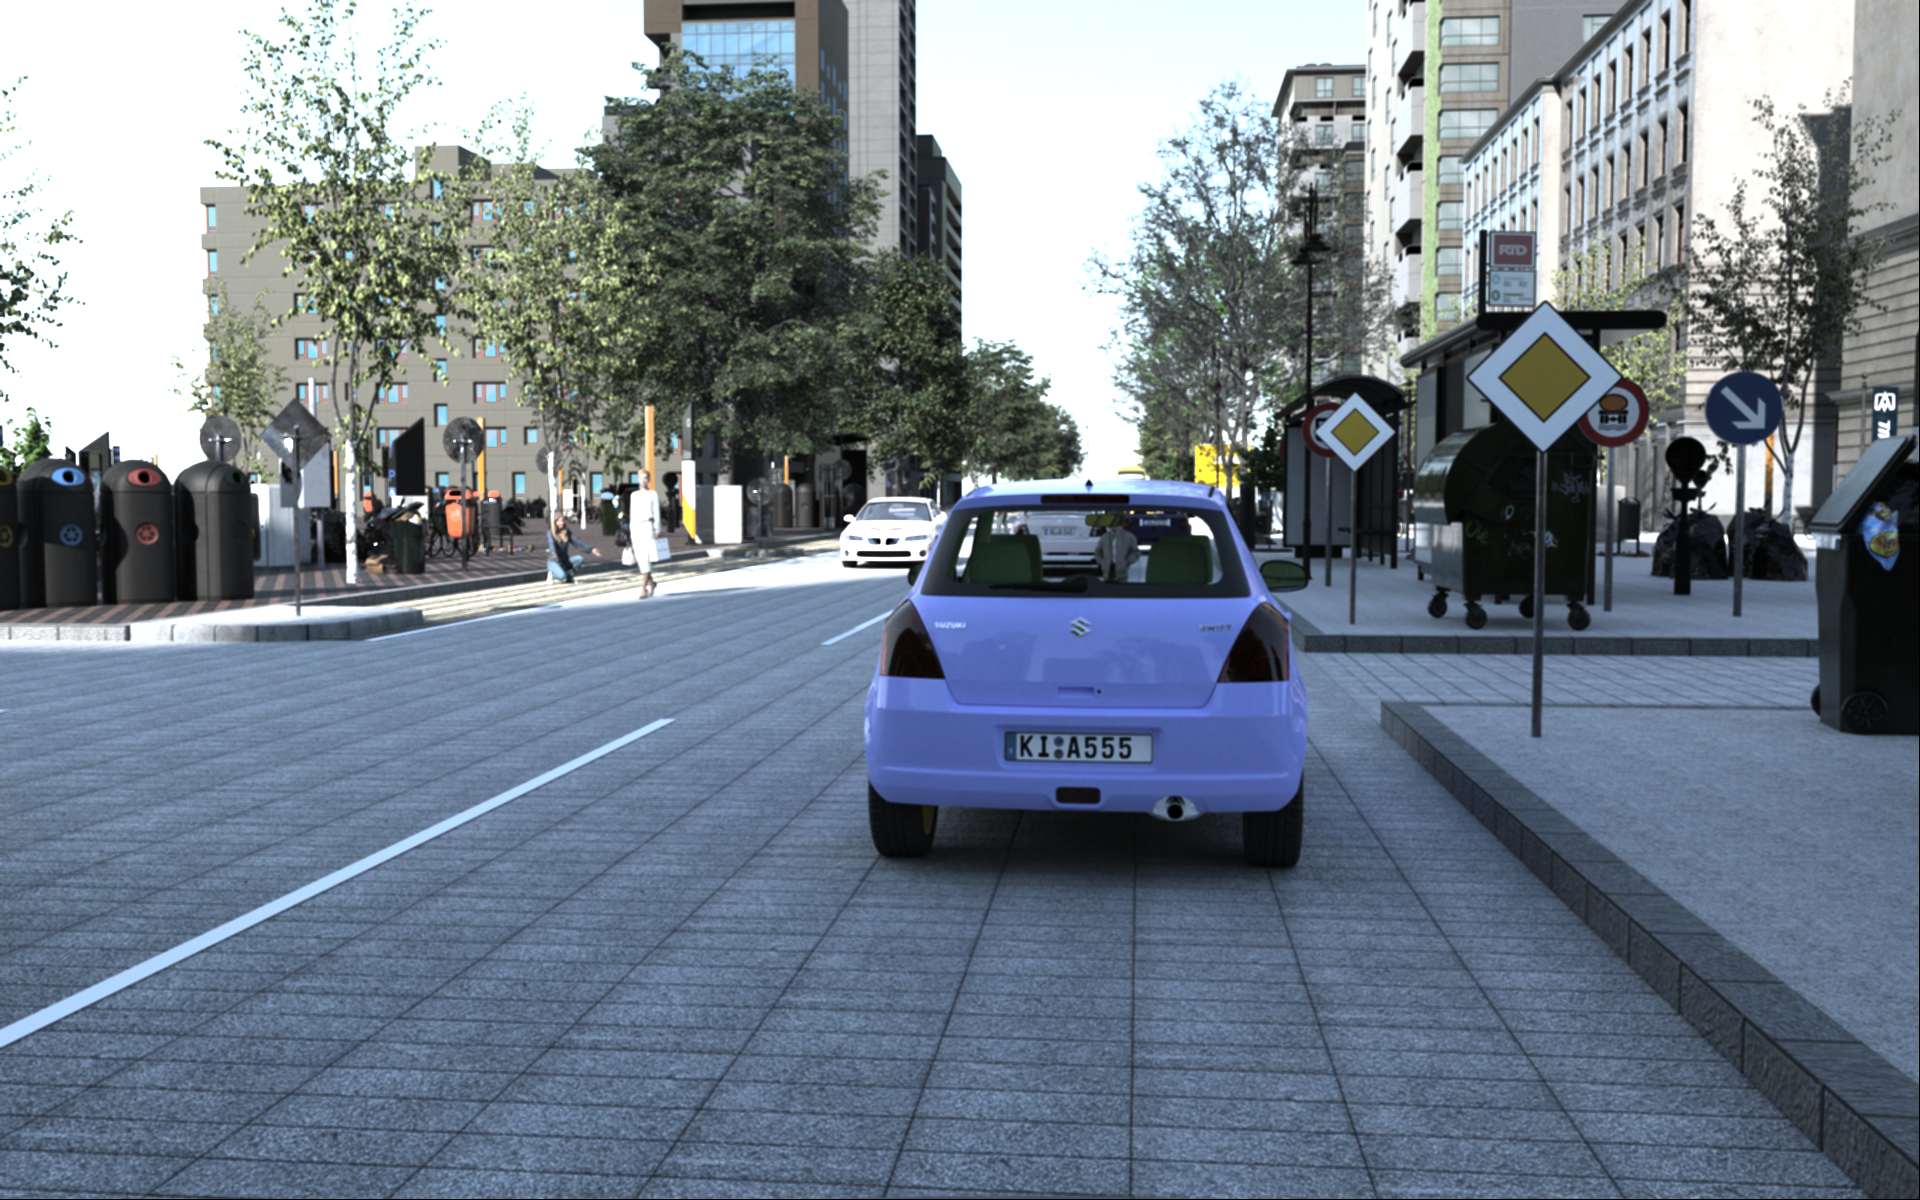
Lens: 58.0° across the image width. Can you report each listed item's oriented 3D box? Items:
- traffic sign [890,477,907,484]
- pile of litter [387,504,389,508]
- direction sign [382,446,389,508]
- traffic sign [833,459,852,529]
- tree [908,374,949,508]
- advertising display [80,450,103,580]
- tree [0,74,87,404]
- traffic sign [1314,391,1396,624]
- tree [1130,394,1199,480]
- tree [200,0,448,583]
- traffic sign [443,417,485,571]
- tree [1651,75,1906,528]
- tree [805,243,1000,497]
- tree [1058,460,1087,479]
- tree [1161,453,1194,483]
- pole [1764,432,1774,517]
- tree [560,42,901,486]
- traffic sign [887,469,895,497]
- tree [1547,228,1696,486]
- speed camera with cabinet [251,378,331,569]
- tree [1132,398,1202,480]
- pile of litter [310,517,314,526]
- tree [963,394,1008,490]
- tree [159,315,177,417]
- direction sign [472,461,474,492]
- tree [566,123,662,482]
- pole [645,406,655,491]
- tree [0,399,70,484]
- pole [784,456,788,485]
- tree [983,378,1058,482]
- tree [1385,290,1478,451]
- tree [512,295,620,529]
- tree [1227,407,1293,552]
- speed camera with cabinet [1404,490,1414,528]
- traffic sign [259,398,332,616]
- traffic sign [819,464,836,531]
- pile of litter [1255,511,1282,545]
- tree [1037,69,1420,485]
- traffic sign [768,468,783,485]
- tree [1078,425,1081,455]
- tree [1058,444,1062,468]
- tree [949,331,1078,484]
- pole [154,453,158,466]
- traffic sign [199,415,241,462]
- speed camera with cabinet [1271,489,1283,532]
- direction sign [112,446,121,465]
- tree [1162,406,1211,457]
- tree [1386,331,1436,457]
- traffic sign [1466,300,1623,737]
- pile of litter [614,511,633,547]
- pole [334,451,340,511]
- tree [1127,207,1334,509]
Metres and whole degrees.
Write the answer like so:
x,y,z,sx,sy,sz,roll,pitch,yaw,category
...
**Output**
x,y,z,sx,sy,sz,roll,pitch,yaw,category
-3.146,-5.438,88.911,0.884,2.594,0.081,1,4,10,traffic sign
-29.231,-4.579,88.839,1.719,0.858,1.176,-1,4,-13,pile of litter
-27.299,-5.528,82.388,0.379,3.537,0.876,0,4,0,direction sign
-4.366,-3.892,63.737,0.768,2.556,0.104,0,4,7,traffic sign
-1.479,-9.265,101.839,4.737,8.622,4.395,0,3,0,tree
-12.956,-1.264,25.884,0.123,1.923,0.974,-1,4,-16,advertising display
-16.811,-4.785,28.592,4.737,8.622,4.395,0,3,0,tree
3.869,-0.819,17.030,0.795,2.450,0.064,0,4,6,traffic sign
21.195,-15.917,178.377,7.486,12.596,7.792,0,3,0,tree
-8.573,-4.558,24.890,4.737,8.622,4.395,0,3,0,tree
-8.227,-1.748,28.693,0.768,2.556,0.104,1,4,15,traffic sign
14.935,-4.951,31.307,4.360,8.622,3.978,0,3,0,tree
-2.702,-9.917,79.155,9.611,12.733,9.660,0,3,0,tree
14.712,-19.447,252.366,8.767,10.594,7.601,-2,4,-29,tree
15.887,-8.441,121.719,4.285,4.588,4.351,0,3,0,tree
18.710,-2.826,40.054,0.158,3.312,0.155,0,3,0,pole
-6.703,-8.775,50.120,9.857,13.997,8.962,0,3,0,tree
-3.293,-5.268,86.236,0.768,2.556,0.104,1,4,14,traffic sign
18.278,-6.025,48.874,4.737,8.622,4.395,0,3,0,tree
-11.727,-2.176,29.919,2.038,3.252,0.660,3,4,36,speed camera with cabinet
23.931,-16.928,193.781,9.611,12.733,9.660,0,3,0,tree
-16.920,-1.781,43.077,1.719,0.858,1.176,2,4,31,pile of litter
1.151,-10.479,121.701,4.360,8.622,3.978,0,3,0,tree
-24.339,-6.585,58.028,4.737,8.622,4.395,0,3,0,tree
-23.266,-5.553,82.790,0.379,3.537,0.876,-1,4,-13,direction sign
-7.517,-4.989,31.934,4.737,8.622,4.395,0,3,0,tree
-7.204,-2.840,40.284,0.158,3.312,0.155,0,3,0,pole
-18.529,-2.459,34.804,1.663,3.219,1.824,0,3,0,tree
-9.213,-5.998,91.916,0.158,3.312,0.155,0,3,0,pole
5.183,-15.236,167.234,7.486,12.596,7.792,0,3,0,tree
17.261,-6.811,61.721,4.737,8.622,4.395,0,3,0,tree
-14.045,-6.907,63.289,4.360,8.622,3.978,0,3,0,tree
6.930,-2.703,38.795,1.663,3.219,1.824,0,3,0,tree
17.763,-4.336,65.222,0.660,3.252,2.038,-3,5,-42,speed camera with cabinet
-6.964,-0.889,18.175,0.795,2.450,0.064,0,4,6,traffic sign
-4.570,-3.525,59.764,0.606,2.300,0.079,1,4,9,traffic sign
7.477,-1.856,44.303,1.176,0.858,1.719,-1,4,-22,pile of litter
8.340,-8.616,51.239,12.009,13.543,11.850,0,3,0,tree
-7.183,-3.991,67.384,0.606,2.300,0.079,0,4,7,traffic sign
12.138,-19.952,232.876,9.857,13.997,8.962,0,3,0,tree
6.869,-16.295,184.548,7.486,12.596,7.792,0,3,0,tree
2.810,-14.028,136.017,9.857,13.997,8.962,0,3,0,tree
-40.331,-5.695,86.960,0.158,3.312,0.155,0,3,0,pole
-11.963,-1.705,27.990,0.768,2.556,0.104,1,4,13,traffic sign
10.854,-3.960,59.082,0.660,3.252,2.038,-1,4,-17,speed camera with cabinet
-39.586,-5.430,80.773,0.876,3.537,0.379,-1,4,-13,direction sign
18.809,-11.862,144.313,4.737,8.622,4.395,0,3,0,tree
21.078,-7.753,77.126,4.360,8.622,3.978,0,3,0,tree
3.042,-0.333,9.088,0.795,2.450,0.064,0,4,6,traffic sign
-8.059,-1.772,42.934,1.176,0.858,1.719,0,4,3,pile of litter
-29.721,-5.429,82.609,0.158,3.312,0.155,0,3,0,pole
9.916,-8.466,64.167,9.928,11.665,9.643,0,3,0,tree
